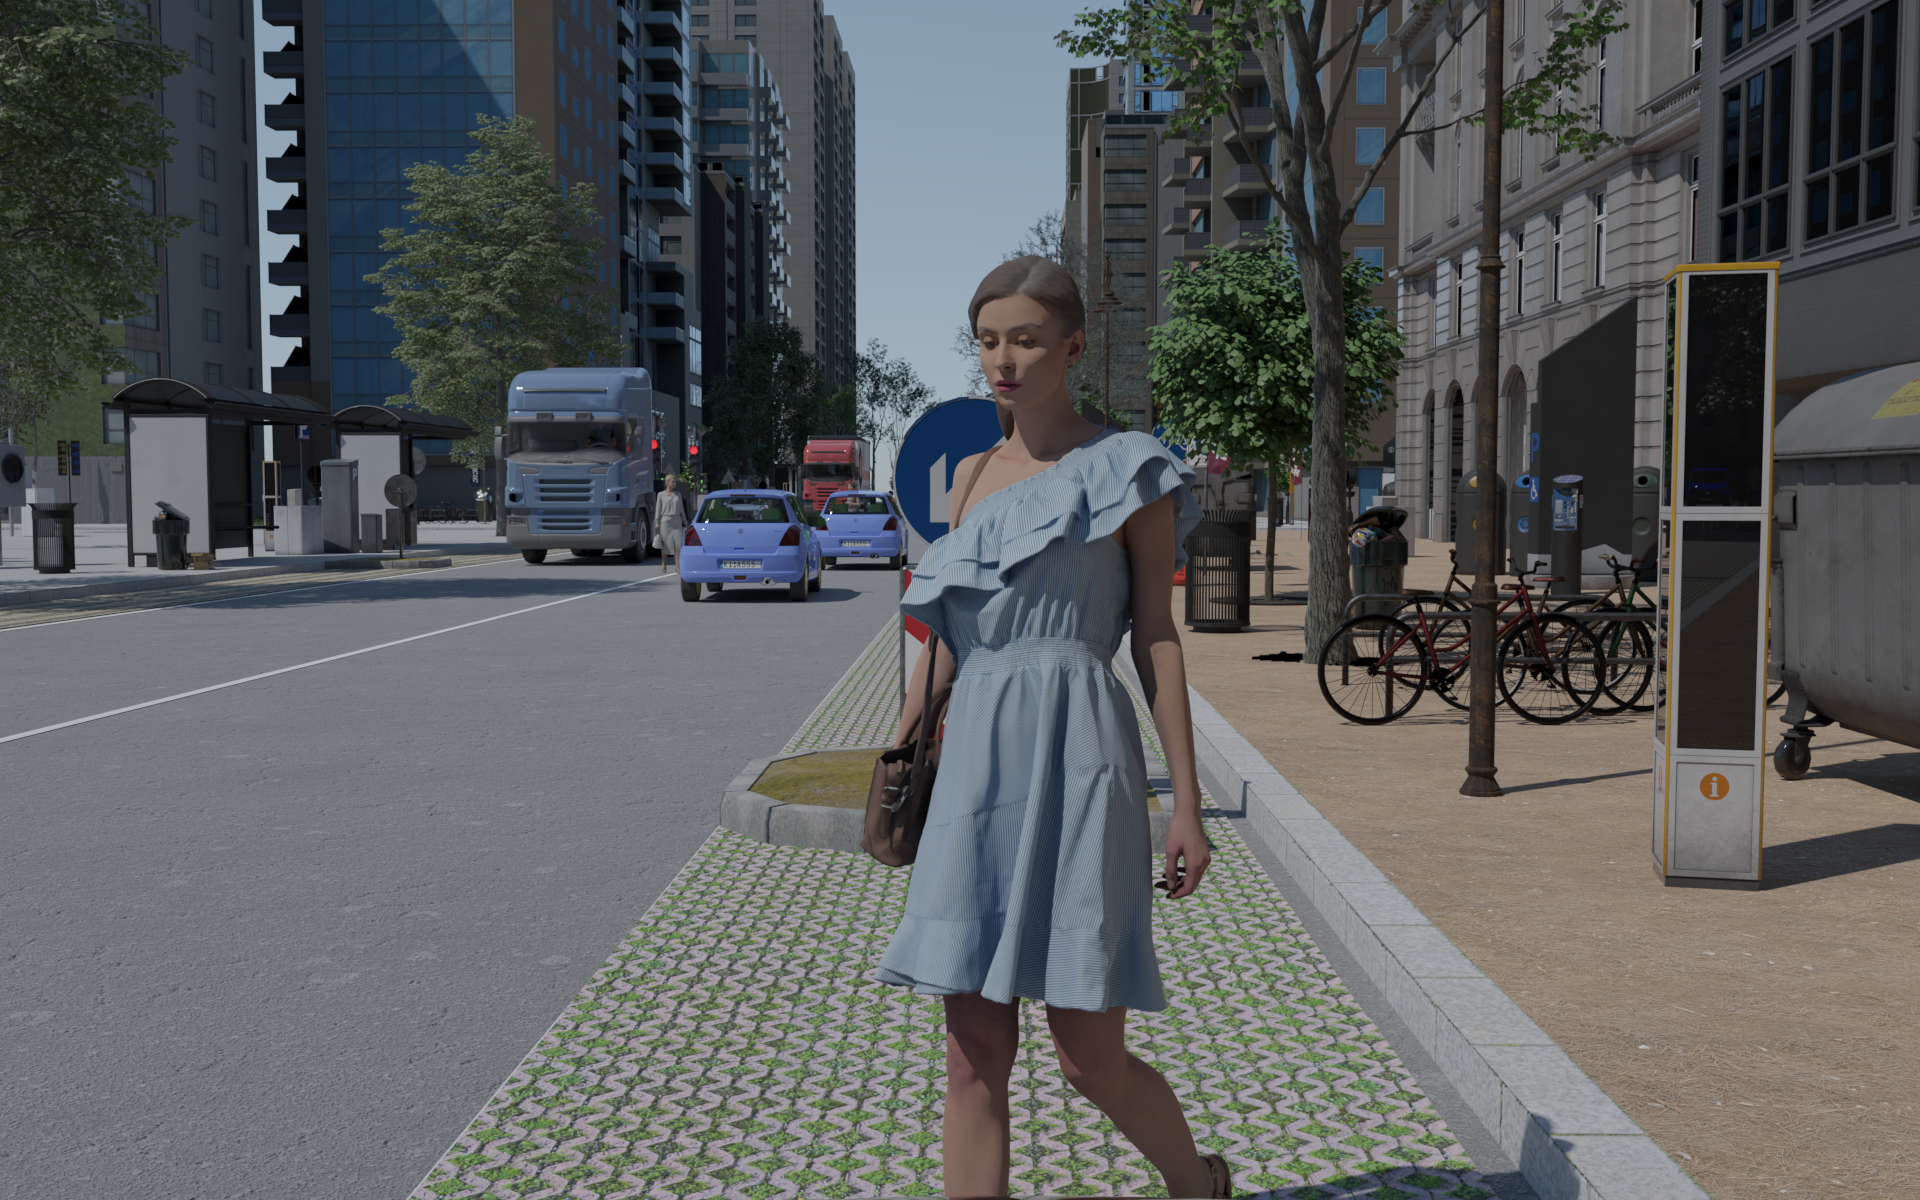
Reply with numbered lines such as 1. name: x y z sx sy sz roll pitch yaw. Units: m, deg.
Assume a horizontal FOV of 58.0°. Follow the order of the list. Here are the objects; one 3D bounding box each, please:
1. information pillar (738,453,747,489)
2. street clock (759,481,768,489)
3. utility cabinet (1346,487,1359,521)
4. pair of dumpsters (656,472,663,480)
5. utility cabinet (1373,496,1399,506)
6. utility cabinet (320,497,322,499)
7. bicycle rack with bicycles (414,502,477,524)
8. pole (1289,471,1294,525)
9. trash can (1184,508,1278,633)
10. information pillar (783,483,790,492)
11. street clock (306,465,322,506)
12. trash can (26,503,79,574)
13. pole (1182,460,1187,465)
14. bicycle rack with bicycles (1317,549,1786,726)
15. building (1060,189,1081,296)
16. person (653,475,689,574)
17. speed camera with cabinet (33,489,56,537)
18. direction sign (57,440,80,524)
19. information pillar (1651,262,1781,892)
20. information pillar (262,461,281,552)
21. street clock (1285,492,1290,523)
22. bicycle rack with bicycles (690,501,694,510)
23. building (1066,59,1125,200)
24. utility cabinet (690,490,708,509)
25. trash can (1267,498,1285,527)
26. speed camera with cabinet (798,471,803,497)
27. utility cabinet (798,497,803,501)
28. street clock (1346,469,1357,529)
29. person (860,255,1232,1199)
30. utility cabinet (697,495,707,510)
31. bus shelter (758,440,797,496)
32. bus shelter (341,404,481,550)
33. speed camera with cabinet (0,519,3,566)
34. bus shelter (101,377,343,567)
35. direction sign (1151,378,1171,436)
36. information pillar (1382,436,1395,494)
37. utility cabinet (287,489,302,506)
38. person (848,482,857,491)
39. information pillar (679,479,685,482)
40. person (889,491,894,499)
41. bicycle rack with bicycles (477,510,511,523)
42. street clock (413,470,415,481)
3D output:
1. information pillar: -12.476 -6.607 99.384 0.504 3.616 0.183 -1 4 -11
2. street clock: -11.316 -5.815 99.642 0.471 2.002 0.358 1 4 15
3. utility cabinet: 12.023 -2.820 54.788 1.173 1.500 0.318 -1 4 -22
4. pair of dumpsters: -13.263 -4.432 74.959 1.574 2.255 4.437 0 4 1
5. utility cabinet: 13.436 -2.637 54.272 0.306 1.237 1.020 -3 5 -40
6. utility cabinet: -19.650 -2.631 54.177 0.306 1.237 1.020 2 4 27
7. bicycle rack with bicycles: -22.266 -3.794 75.406 2.925 0.926 2.852 3 4 36
8. pole: 13.665 -4.735 71.258 0.158 3.312 0.155 0 3 0
9. trash can: 2.401 -0.274 16.138 0.748 1.137 0.748 0 3 0
10. information pillar: -11.523 -6.764 115.083 0.304 2.012 0.304 3 5 40
11. street clock: -15.996 -2.357 43.109 0.471 2.002 0.358 -1 4 -14
12. trash can: -14.643 -0.999 27.983 0.748 1.137 0.748 0 3 0
13. pole: 7.048 -3.710 54.497 0.158 3.312 0.155 0 3 0
14. bicycle rack with bicycles: 3.538 0.176 10.502 2.925 0.926 2.852 0 4 6
15. building: 26.609 -39.509 269.671 21.300 48.544 21.600 0 4 1
16. person: -5.193 -1.370 31.254 0.694 1.780 0.624 -1 4 -13
17. speed camera with cabinet: -27.978 -3.531 52.060 2.038 3.252 0.660 3 4 38
18. direction sign: -37.644 -4.968 73.223 0.379 3.537 0.876 3 5 43
19. information pillar: 2.475 -0.074 5.698 0.304 2.012 0.304 1 4 14
20. information pillar: -15.365 -2.093 38.712 0.304 2.012 0.304 0 4 -4
21. street clock: 14.523 -4.410 76.666 0.471 2.002 0.358 1 4 19
22. bicycle rack with bicycles: -13.267 -4.543 87.663 2.925 0.926 2.852 -1 4 -12
23. building: 26.066 -52.099 290.062 20.563 71.187 20.611 0 4 1
24. utility cabinet: -14.120 -5.149 92.872 1.173 1.500 0.318 -3 4 -36
25. trash can: 12.275 -3.407 67.357 0.748 1.137 0.748 0 3 0
26. speed camera with cabinet: -12.653 -8.480 132.976 2.038 3.252 0.660 -2 4 -32
27. utility cabinet: -12.673 -7.561 134.791 0.306 1.237 1.020 3 4 36
28. street clock: 11.444 -2.831 50.864 0.358 2.002 0.471 -1 4 -10
29. person: 0.130 0.349 2.889 0.778 1.811 0.616 -3 5 -44
30. utility cabinet: -12.027 -4.371 82.634 1.020 1.237 0.306 0 4 7
31. bus shelter: -12.592 -8.728 120.333 2.179 5.291 8.768 0 4 1
32. bus shelter: -13.377 -2.931 41.851 2.014 3.302 5.546 0 4 1
33. speed camera with cabinet: -17.140 -2.182 30.006 0.660 3.252 2.038 1 4 10
34. bus shelter: -13.783 -2.374 32.735 2.014 3.302 5.546 0 4 1
35. direction sign: 3.669 -2.384 30.972 0.379 3.537 0.876 3 5 40
36. information pillar: 17.338 -4.809 69.980 0.504 3.616 0.183 2 4 26
37. utility cabinet: -28.984 -4.082 75.425 0.318 1.500 1.173 -3 4 -36
38. person: -3.110 -2.457 49.015 0.374 1.781 0.599 -3 5 -40
39. information pillar: -15.261 -5.518 94.703 0.304 2.012 0.304 2 4 26
40. person: -7.169 -10.491 180.709 0.721 1.739 1.217 -2 4 -25
41. bicycle rack with bicycles: -13.400 -2.521 54.606 2.852 0.926 2.925 0 4 -4
42. street clock: -14.422 -2.478 45.080 0.471 2.002 0.358 -1 4 -11
